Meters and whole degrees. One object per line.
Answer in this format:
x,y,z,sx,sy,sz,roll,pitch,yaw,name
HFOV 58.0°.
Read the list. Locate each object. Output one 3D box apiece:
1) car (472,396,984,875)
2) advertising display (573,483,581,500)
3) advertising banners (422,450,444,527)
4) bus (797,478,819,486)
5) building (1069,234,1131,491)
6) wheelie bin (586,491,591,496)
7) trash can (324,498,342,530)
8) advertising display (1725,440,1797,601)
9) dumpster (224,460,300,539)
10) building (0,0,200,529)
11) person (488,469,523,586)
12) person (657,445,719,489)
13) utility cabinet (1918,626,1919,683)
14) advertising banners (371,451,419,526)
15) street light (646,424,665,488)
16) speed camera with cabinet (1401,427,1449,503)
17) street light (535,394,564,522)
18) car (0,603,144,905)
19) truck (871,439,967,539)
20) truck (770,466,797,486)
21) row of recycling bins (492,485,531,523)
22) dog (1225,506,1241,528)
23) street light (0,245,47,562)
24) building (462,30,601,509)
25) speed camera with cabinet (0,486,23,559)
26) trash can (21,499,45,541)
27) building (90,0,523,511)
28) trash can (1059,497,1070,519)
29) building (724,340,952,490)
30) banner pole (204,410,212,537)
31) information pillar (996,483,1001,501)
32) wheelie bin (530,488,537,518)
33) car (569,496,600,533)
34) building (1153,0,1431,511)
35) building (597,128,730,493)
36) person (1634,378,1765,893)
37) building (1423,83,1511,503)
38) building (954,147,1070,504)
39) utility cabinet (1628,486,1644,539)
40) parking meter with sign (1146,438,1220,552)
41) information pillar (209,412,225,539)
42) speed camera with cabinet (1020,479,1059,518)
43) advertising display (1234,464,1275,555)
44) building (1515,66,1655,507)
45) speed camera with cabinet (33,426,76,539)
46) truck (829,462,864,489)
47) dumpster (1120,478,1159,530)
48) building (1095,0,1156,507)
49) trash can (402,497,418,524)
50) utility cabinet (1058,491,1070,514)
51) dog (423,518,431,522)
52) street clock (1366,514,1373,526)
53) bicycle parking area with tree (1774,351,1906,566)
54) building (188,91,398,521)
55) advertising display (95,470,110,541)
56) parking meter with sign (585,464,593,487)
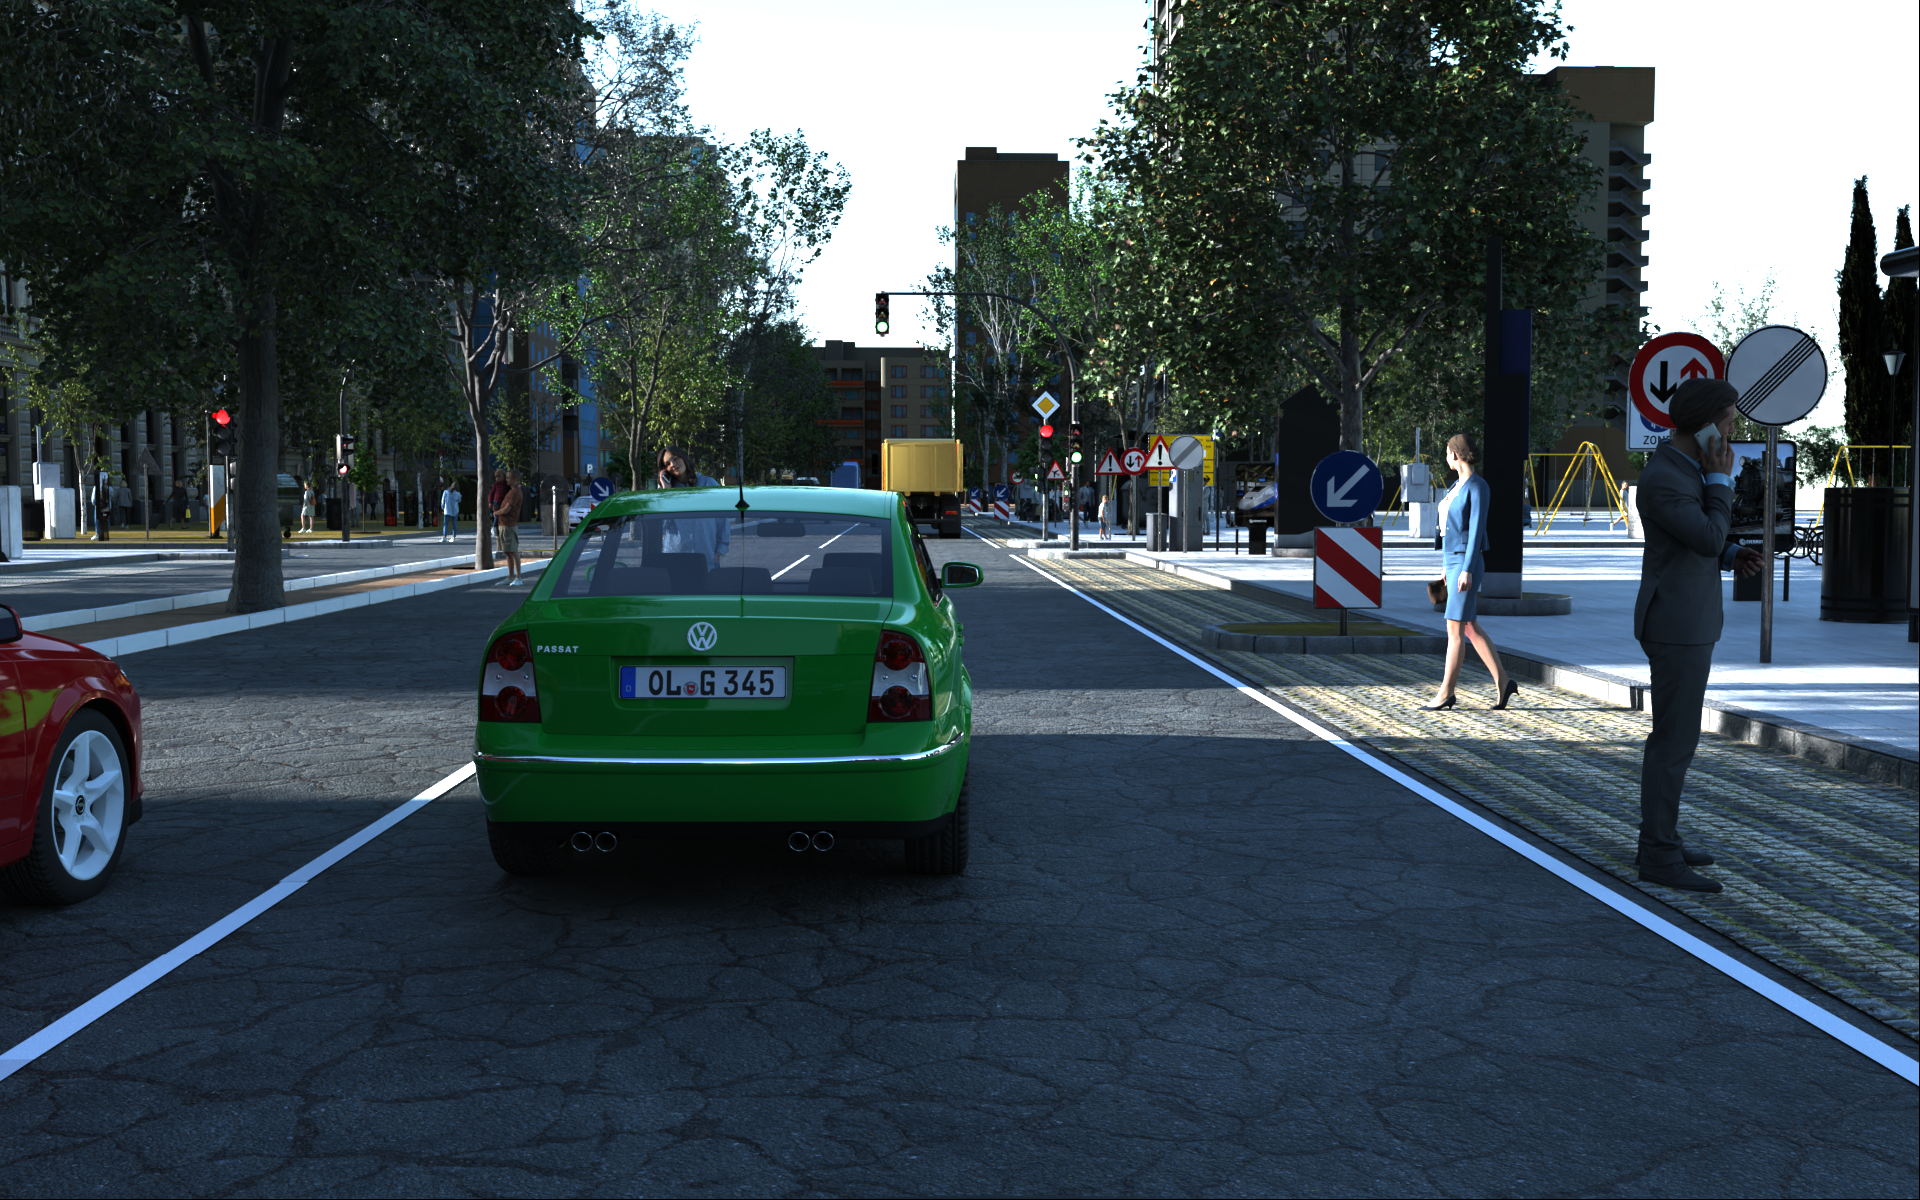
-0.858,0.056,7.889,1.959,1.807,4.718,0,4,0,car
-21.883,-5.732,98.934,0.123,1.923,0.974,0,4,7,advertising display
-20.610,-4.382,67.833,0.090,3.025,2.074,0,4,7,advertising banners
-16.960,-11.897,189.376,2.948,3.499,13.247,0,4,-2,bus
25.367,-33.315,236.584,23.993,40.220,32.217,0,4,-2,building
-20.465,-5.410,96.355,0.693,1.594,0.980,-1,4,-21,wheelie bin
-22.164,-3.046,61.462,0.748,1.137,0.748,0,3,0,trash can
9.486,-0.950,20.740,0.974,1.923,0.123,0,4,1,advertising display
-19.926,-2.872,49.458,1.502,2.255,1.985,0,4,-2,dumpster
-39.155,-14.681,68.915,11.050,23.489,19.941,0,4,-2,building
-7.087,-1.141,27.138,0.580,1.828,0.573,1,4,9,person
-1.954,-0.246,12.795,0.793,1.790,0.793,-3,5,-41,person
6.932,-0.158,11.264,1.173,1.500,0.318,2,4,25,utility cabinet
-22.744,-4.465,69.196,2.074,3.025,0.090,-1,4,-10,advertising banners
-20.169,-8.697,114.735,1.470,5.913,1.316,0,4,-2,street light
14.227,-3.504,51.632,2.038,3.252,0.660,0,4,-5,speed camera with cabinet
-19.043,-6.600,80.445,1.470,5.913,1.316,0,4,-2,street light
-3.919,0.261,4.769,2.155,1.783,4.494,0,4,-1,car
-1.358,-3.881,59.376,3.469,3.379,9.791,0,4,-2,truck
-17.883,-11.390,175.146,2.839,4.237,11.283,0,4,-3,truck
-20.480,-4.415,79.294,1.069,1.692,3.534,0,4,5,row of recycling bins
10.426,-3.161,66.062,0.800,0.831,0.513,-1,4,-13,dog
-17.563,-3.664,32.454,1.470,5.913,1.316,0,4,-2,street light
-44.746,-32.060,174.286,14.200,45.320,14.600,0,4,-2,building
-19.664,-2.430,34.068,2.038,3.252,0.660,0,4,-6,speed camera with cabinet
-25.430,-2.185,47.386,0.748,1.137,0.748,0,3,0,trash can
-51.306,-26.995,133.243,32.217,40.220,23.993,0,4,-2,building
5.329,-4.648,87.648,0.748,1.137,0.748,0,3,0,trash can
-15.874,-23.714,232.762,28.899,21.520,27.650,0,4,-2,building
-22.229,-3.751,51.343,0.401,3.779,0.863,-2,4,-29,banner pole
2.664,-7.071,120.098,0.304,2.012,0.304,1,4,19,information pillar
-23.022,-5.165,92.356,0.980,1.594,0.693,2,4,29,wheelie bin
-13.879,-3.263,65.709,2.083,1.381,4.827,0,4,-3,car
25.505,-43.068,142.407,20.563,71.187,20.611,0,4,-2,building
-45.716,-37.307,229.573,30.456,49.044,23.786,0,4,-2,building
2.715,0.118,6.377,0.447,1.846,0.655,1,4,21,person
46.979,-32.334,178.778,14.200,45.320,14.600,0,4,-2,building
6.533,-35.253,226.504,14.200,45.320,14.600,0,4,-2,building
19.519,-2.478,49.195,0.318,1.500,1.173,-1,4,-19,utility cabinet
5.050,-2.603,38.821,1.738,3.016,0.543,-1,4,-20,parking meter with sign
-21.430,-3.583,49.942,0.183,3.616,0.504,1,4,18,information pillar
4.251,-6.030,92.927,2.038,3.252,0.660,-1,4,-9,speed camera with cabinet
6.295,-1.921,36.624,0.974,1.923,0.123,0,4,5,advertising display
61.206,-32.347,178.977,14.200,45.320,14.600,0,4,-2,building
-26.168,-3.406,50.031,0.660,3.252,2.038,-3,5,-42,speed camera with cabinet
-9.556,-9.080,138.222,2.967,4.110,18.799,0,4,0,truck
6.521,-3.471,62.517,1.264,1.857,1.865,0,4,-2,dumpster
26.108,-52.309,167.928,22.319,86.520,31.000,0,4,-2,building
-23.725,-3.867,74.876,0.748,1.137,0.748,0,3,0,trash can
6.687,-6.254,110.932,0.318,1.500,1.173,2,4,33,utility cabinet
-24.877,-3.810,80.035,0.748,0.427,0.550,1,4,17,dog
9.436,-2.166,39.980,0.358,2.002,0.471,2,4,30,street clock
18.709,-2.773,32.346,9.016,4.147,8.231,1,4,18,bicycle parking area with tree
-41.670,-16.958,96.341,14.460,24.649,34.723,0,4,-2,building
-23.427,-2.576,47.328,0.123,1.923,0.974,-1,4,-13,advertising display
-20.668,-6.313,99.482,1.738,3.016,0.543,2,4,32,parking meter with sign
